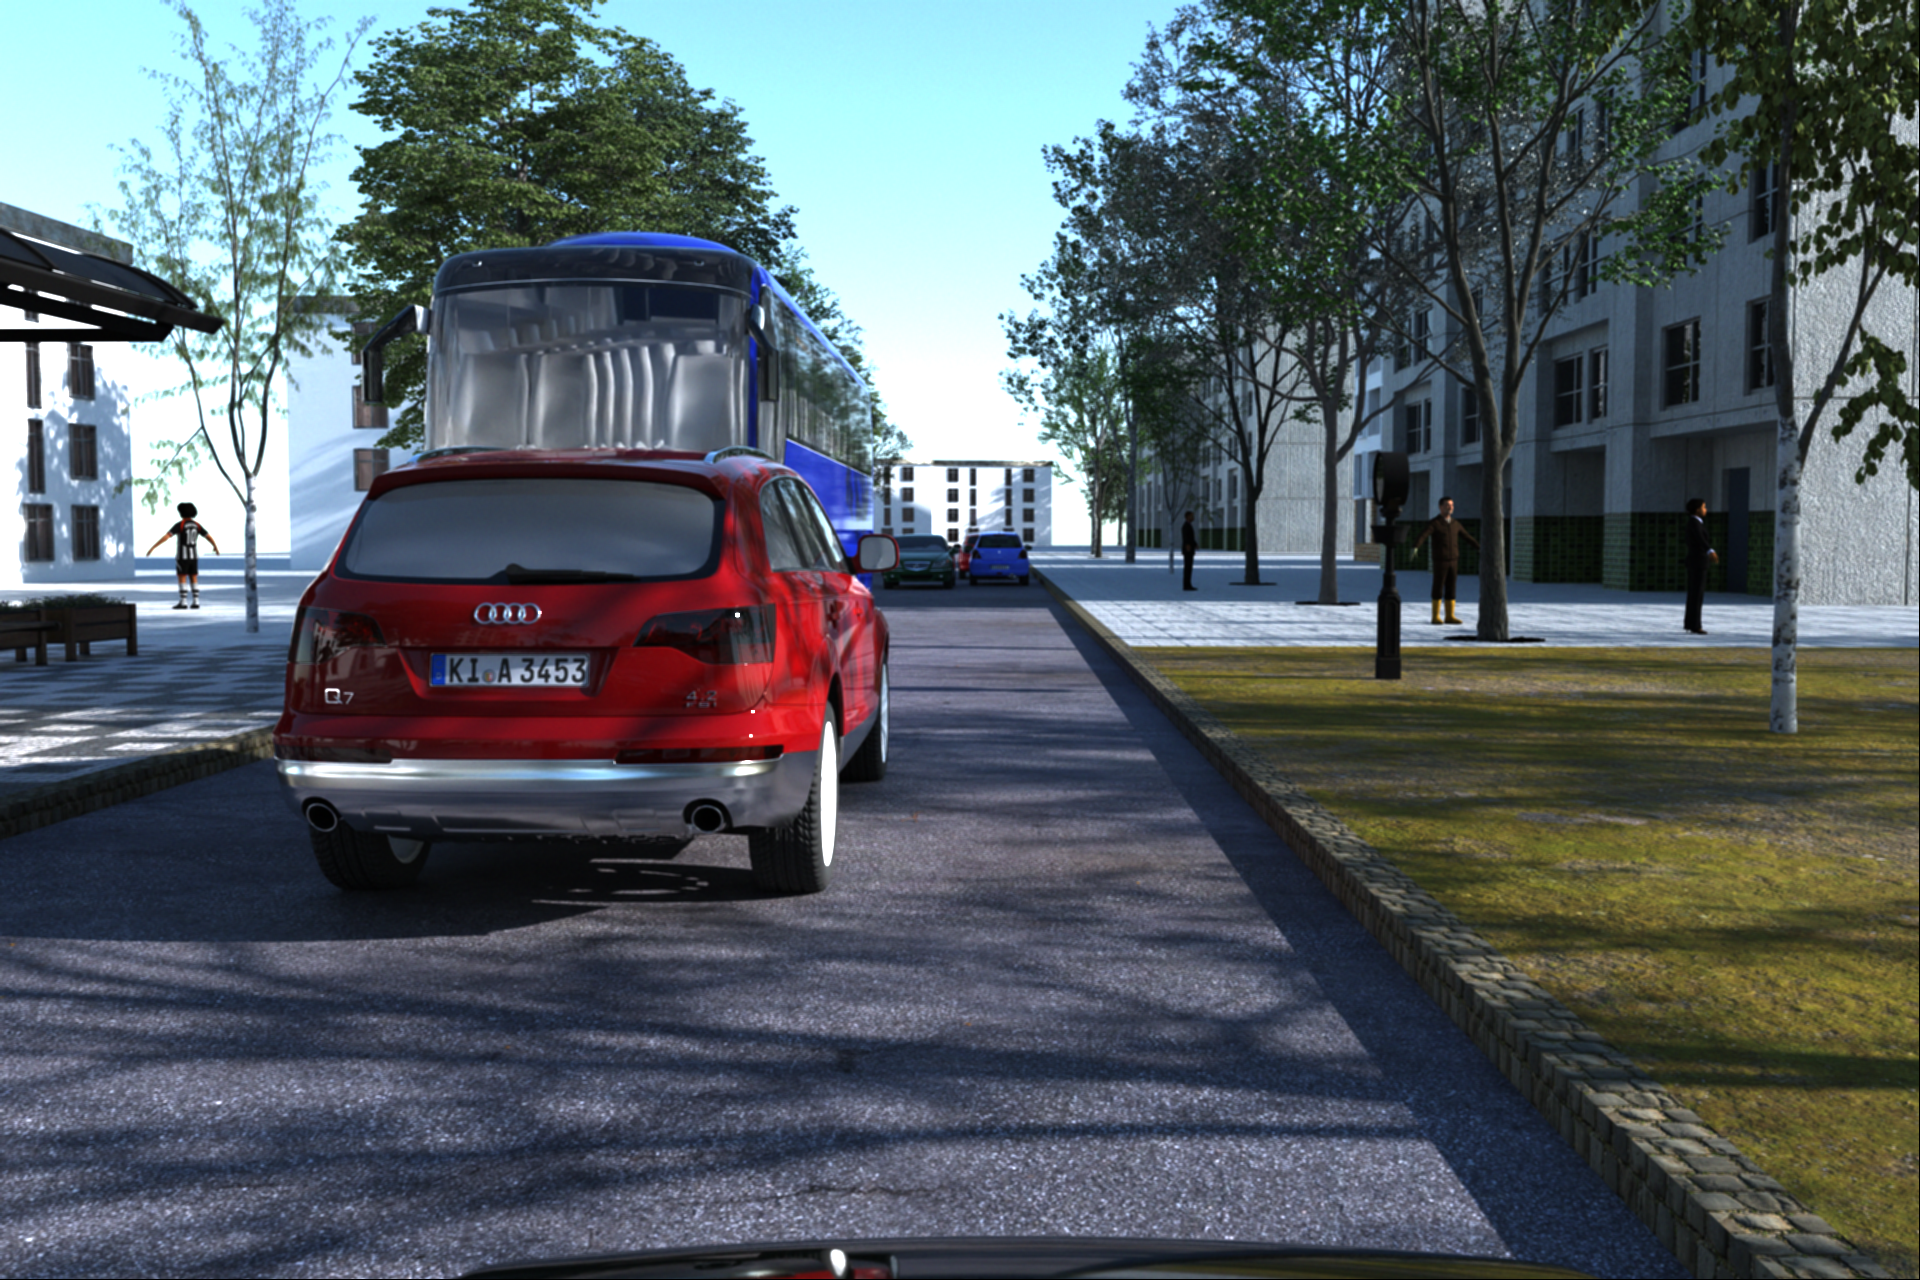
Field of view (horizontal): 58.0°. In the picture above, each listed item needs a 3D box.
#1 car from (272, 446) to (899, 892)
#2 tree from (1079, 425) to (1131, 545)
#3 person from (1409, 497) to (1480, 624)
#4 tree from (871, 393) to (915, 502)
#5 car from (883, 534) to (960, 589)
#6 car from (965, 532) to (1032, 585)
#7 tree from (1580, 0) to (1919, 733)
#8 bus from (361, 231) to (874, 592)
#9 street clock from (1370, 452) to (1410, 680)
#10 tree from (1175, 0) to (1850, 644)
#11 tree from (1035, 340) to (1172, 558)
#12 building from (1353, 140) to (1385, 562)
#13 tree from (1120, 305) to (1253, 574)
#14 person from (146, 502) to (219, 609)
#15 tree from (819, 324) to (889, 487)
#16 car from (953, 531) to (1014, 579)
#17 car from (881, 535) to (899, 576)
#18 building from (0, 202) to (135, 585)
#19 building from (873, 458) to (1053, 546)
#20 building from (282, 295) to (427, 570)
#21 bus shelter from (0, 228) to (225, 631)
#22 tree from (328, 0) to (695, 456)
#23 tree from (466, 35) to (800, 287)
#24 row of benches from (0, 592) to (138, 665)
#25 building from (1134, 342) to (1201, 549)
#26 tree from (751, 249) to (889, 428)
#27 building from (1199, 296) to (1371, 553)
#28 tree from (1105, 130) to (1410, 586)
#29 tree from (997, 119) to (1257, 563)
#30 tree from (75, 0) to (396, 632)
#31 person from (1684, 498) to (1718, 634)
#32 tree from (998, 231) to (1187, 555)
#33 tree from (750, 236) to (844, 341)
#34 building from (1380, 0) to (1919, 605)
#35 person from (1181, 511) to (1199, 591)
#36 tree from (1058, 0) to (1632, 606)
[{"bbox_3d":[-1.479,0.011,8.488,2.281,1.827,5.304,0,4,2],"label":"car"},{"bbox_3d":[18.180,-17.624,194.807,9.857,13.997,8.962,0,3,0],"label":"tree"},{"bbox_3d":[6.913,-1.131,24.624,1.346,1.812,0.704,-1,4,-22],"label":"person"},{"bbox_3d":[-7.172,-10.431,104.952,8.767,10.594,7.601,-1,4,-13],"label":"tree"},{"bbox_3d":[-1.063,-2.132,46.662,2.131,1.459,4.920,0,4,1],"label":"car"},{"bbox_3d":[1.103,-2.444,49.552,1.945,1.707,3.694,0,4,0],"label":"car"},{"bbox_3d":[5.515,-3.697,10.807,4.737,8.622,4.395,0,3,0],"label":"tree"},{"bbox_3d":[-2.578,-1.620,18.029,2.896,3.916,12.251,0,4,1],"label":"bus"},{"bbox_3d":[3.794,-0.656,15.293,0.358,2.002,0.471,0,4,2],"label":"street clock"},{"bbox_3d":[6.430,-5.800,20.584,9.928,11.665,9.643,0,3,0],"label":"tree"},{"bbox_3d":[7.553,-10.231,93.036,9.928,11.665,9.643,0,3,0],"label":"tree"},{"bbox_3d":[23.953,-13.758,81.359,16.016,20.090,11.380,0,4,1],"label":"building"},{"bbox_3d":[6.758,-6.453,55.869,4.360,8.622,3.978,0,3,0],"label":"tree"},{"bbox_3d":[-13.256,-1.439,29.668,0.704,1.843,1.345,2,4,32],"label":"person"},{"bbox_3d":[-7.628,-10.759,94.040,7.486,12.596,7.792,0,3,0],"label":"tree"},{"bbox_3d":[0.849,-2.897,56.407,2.155,1.783,4.494,0,4,0],"label":"car"},{"bbox_3d":[-1.793,-2.992,60.929,2.014,1.417,4.499,0,4,1],"label":"car"},{"bbox_3d":[-25.241,-5.766,36.423,9.099,9.664,28.070,0,4,2],"label":"building"},{"bbox_3d":[-3.536,-15.231,193.627,28.070,9.664,9.099,0,4,-7],"label":"building"},{"bbox_3d":[-22.832,-8.133,75.115,9.099,9.664,28.070,0,4,1],"label":"building"},{"bbox_3d":[-6.533,-0.993,10.153,2.014,3.302,5.546,0,4,2],"label":"bus shelter"},{"bbox_3d":[-8.598,-7.063,33.603,7.486,12.596,7.792,0,3,0],"label":"tree"},{"bbox_3d":[-8.778,-8.531,46.134,9.857,13.997,8.962,0,3,0],"label":"tree"},{"bbox_3d":[-9.332,-0.068,16.582,1.422,0.672,4.104,1,4,9],"label":"row of benches"},{"bbox_3d":[26.387,-18.454,168.178,16.747,18.905,31.486,0,4,1],"label":"building"},{"bbox_3d":[-8.049,-10.022,74.231,12.009,13.543,11.850,0,3,0],"label":"tree"},{"bbox_3d":[29.072,-16.427,135.038,16.747,18.905,31.486,0,4,1],"label":"building"},{"bbox_3d":[7.412,-7.207,43.597,9.928,11.665,9.643,0,3,0],"label":"tree"},{"bbox_3d":[8.110,-13.568,77.729,12.611,20.169,13.585,0,3,0],"label":"tree"},{"bbox_3d":[-9.169,-4.392,22.167,4.360,8.622,3.978,0,3,0],"label":"tree"},{"bbox_3d":[9.544,-0.950,22.260,0.721,1.740,1.216,1,4,12],"label":"person"},{"bbox_3d":[8.222,-15.400,107.680,12.611,20.169,13.585,0,3,0],"label":"tree"},{"bbox_3d":[-7.831,-8.283,61.176,9.928,11.665,9.643,0,3,0],"label":"tree"},{"bbox_3d":[23.373,-10.998,46.280,16.747,18.905,31.486,0,4,1],"label":"building"},{"bbox_3d":[5.236,-2.032,39.456,0.704,1.802,1.346,1,4,16],"label":"person"},{"bbox_3d":[6.800,-7.384,31.095,12.009,13.543,11.850,0,3,0],"label":"tree"}]
